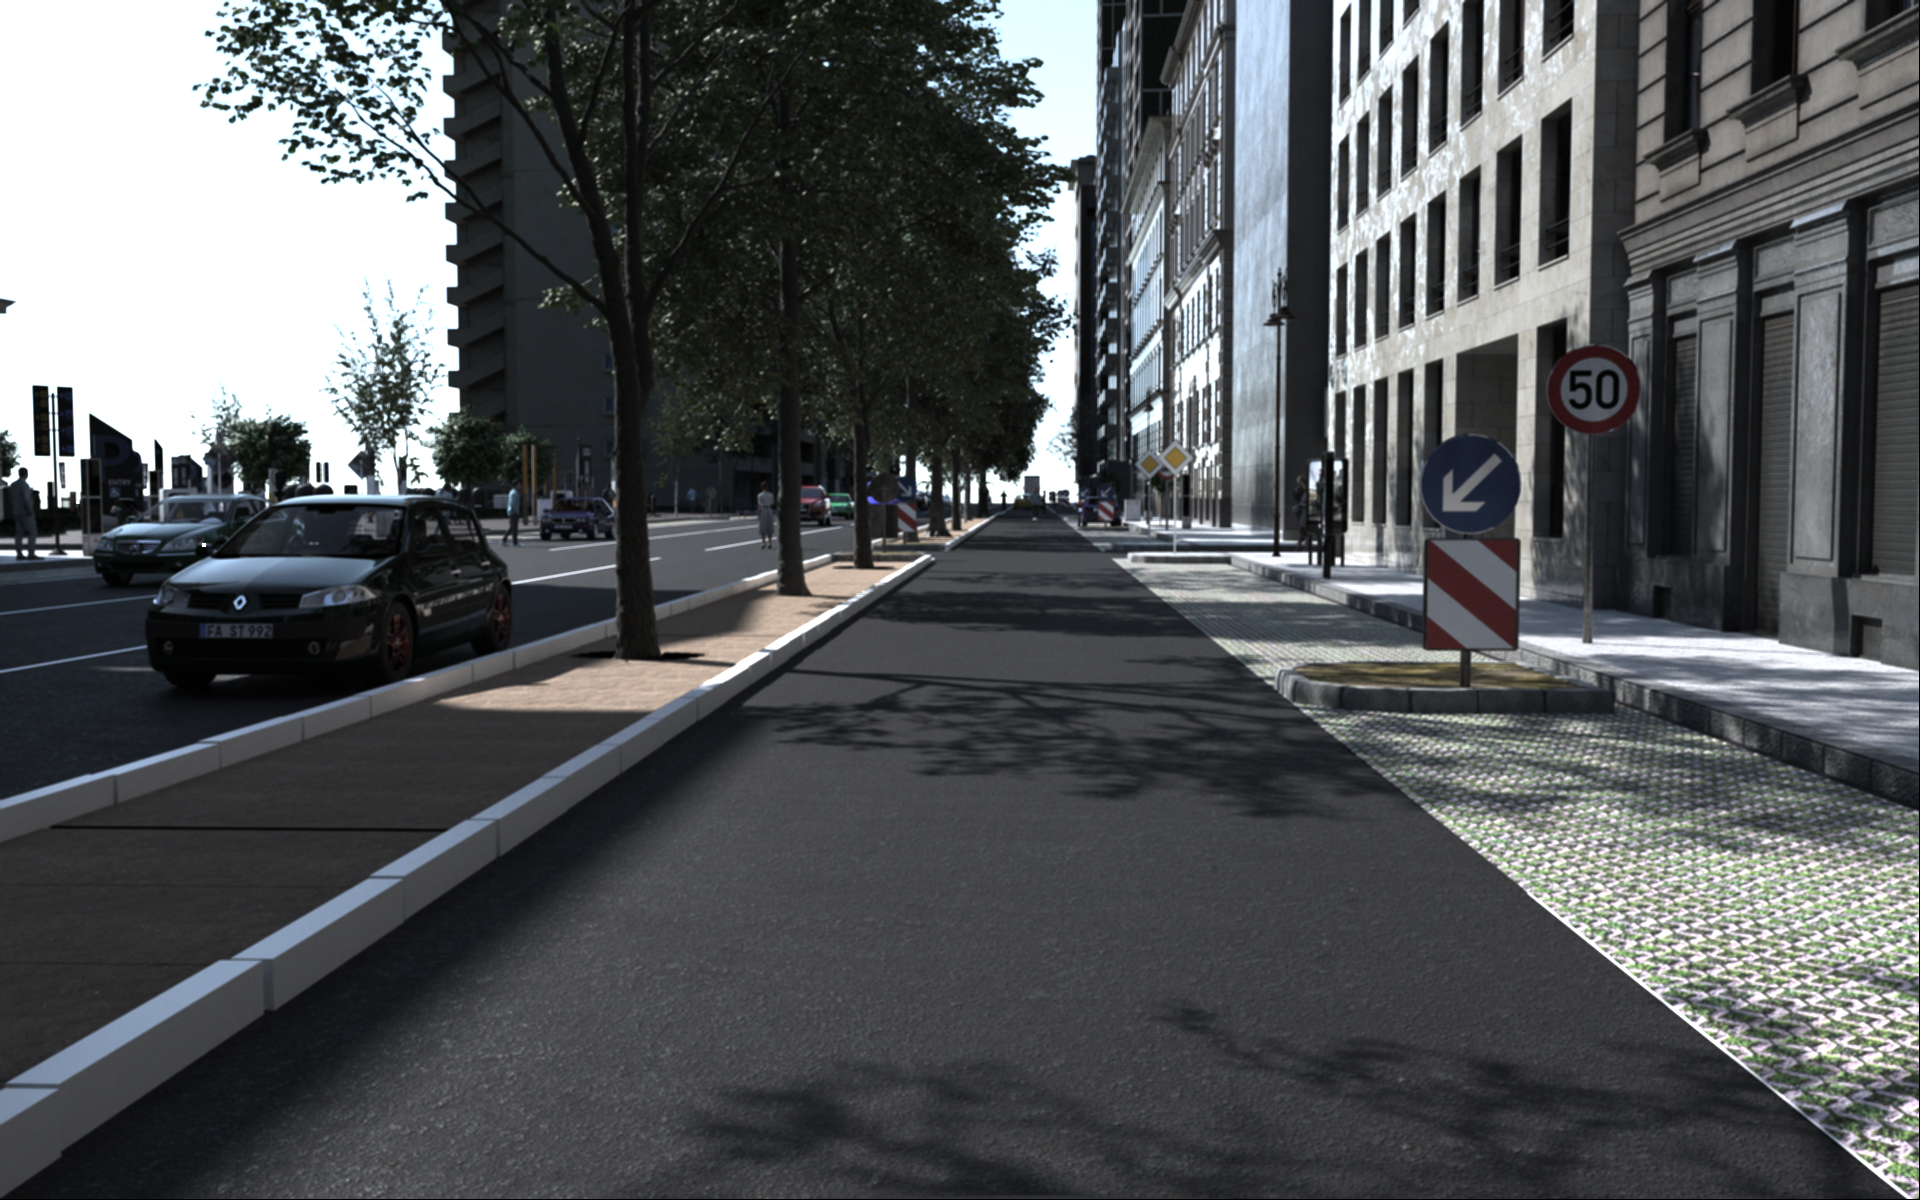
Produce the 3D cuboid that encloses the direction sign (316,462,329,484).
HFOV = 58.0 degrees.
[{"bbox_3d":[-44.638,-7.911,121.344,0.876,3.537,0.379,-1,4,-17],"label":"direction sign"}]

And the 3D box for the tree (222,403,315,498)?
[{"bbox_3d":[-24.892,-4.825,62.608,4.285,4.588,4.351,0,3,0],"label":"tree"}]

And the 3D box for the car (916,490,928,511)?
[{"bbox_3d":[-3.988,-8.719,151.223,2.281,1.827,5.304,0,4,4],"label":"car"}]

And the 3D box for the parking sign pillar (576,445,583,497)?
[{"bbox_3d":[-20.847,-6.540,95.403,1.447,3.967,1.447,-1,4,-20],"label":"parking sign pillar"}]

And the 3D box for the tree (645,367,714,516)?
[{"bbox_3d":[-16.359,-9.164,100.195,4.737,8.622,4.395,0,3,0],"label":"tree"}]

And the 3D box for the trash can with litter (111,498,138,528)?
[{"bbox_3d":[-21.868,-2.083,45.452,0.624,1.170,1.055,-1,4,-18],"label":"trash can with litter"}]

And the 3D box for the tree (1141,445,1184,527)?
[{"bbox_3d":[8.033,-4.496,68.106,1.663,3.219,1.824,0,3,0],"label":"tree"}]

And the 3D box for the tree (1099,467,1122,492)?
[{"bbox_3d":[10.508,-7.782,121.831,1.663,3.219,1.824,0,3,0],"label":"tree"}]

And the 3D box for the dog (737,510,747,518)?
[{"bbox_3d":[-12.873,-5.071,102.195,0.540,0.507,0.406,-2,4,-26],"label":"dog"}]

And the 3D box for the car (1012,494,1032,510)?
[{"bbox_3d":[5.686,-8.907,155.849,2.015,1.641,3.980,0,4,1],"label":"car"}]

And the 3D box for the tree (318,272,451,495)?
[{"bbox_3d":[-18.644,-6.521,56.983,4.737,8.622,4.395,0,3,0],"label":"tree"}]

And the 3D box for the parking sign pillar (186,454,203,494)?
[{"bbox_3d":[-51.982,-7.888,117.439,1.447,3.967,1.447,1,4,21],"label":"parking sign pillar"}]

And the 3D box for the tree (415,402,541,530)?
[{"bbox_3d":[-17.666,-4.782,61.900,4.285,4.588,4.351,0,3,0],"label":"tree"}]

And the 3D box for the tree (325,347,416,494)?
[{"bbox_3d":[-29.790,-8.398,87.664,4.360,8.622,3.978,0,3,0],"label":"tree"}]

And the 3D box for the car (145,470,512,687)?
[{"bbox_3d":[-4.967,-0.263,14.088,2.009,1.686,4.222,0,4,2],"label":"car"}]

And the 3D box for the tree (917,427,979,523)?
[{"bbox_3d":[0.230,-8.087,85.048,4.737,8.622,4.395,0,3,0],"label":"tree"}]

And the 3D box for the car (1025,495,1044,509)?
[{"bbox_3d":[7.202,-9.476,167.301,2.083,1.381,4.827,0,4,1],"label":"car"}]

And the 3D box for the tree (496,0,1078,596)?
[{"bbox_3d":[-2.292,-6.300,23.597,7.486,12.596,7.792,0,3,0],"label":"tree"}]

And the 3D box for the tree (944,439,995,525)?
[{"bbox_3d":[0.002,-7.749,79.508,4.360,8.622,3.978,0,3,0],"label":"tree"}]

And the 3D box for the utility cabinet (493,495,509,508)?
[{"bbox_3d":[-30.071,-6.270,113.674,1.020,1.237,0.306,0,4,6],"label":"utility cabinet"}]

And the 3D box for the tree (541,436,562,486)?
[{"bbox_3d":[-20.216,-5.920,80.499,4.285,4.588,4.351,0,3,0],"label":"tree"}]

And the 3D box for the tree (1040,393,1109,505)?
[{"bbox_3d":[14.918,-18.251,208.769,12.009,13.543,11.850,0,3,0],"label":"tree"}]

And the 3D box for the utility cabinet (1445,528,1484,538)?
[{"bbox_3d":[5.864,-0.706,20.215,0.318,1.500,1.173,1,4,9],"label":"utility cabinet"}]

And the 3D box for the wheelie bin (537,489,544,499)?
[{"bbox_3d":[-27.730,-6.532,114.708,0.693,1.594,0.980,1,4,8],"label":"wheelie bin"}]

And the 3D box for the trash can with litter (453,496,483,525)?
[{"bbox_3d":[-20.958,-3.732,72.072,1.678,1.210,2.233,-3,4,-36],"label":"trash can with litter"}]

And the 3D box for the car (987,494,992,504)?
[{"bbox_3d":[3.782,-14.937,256.021,2.131,1.459,4.920,0,4,2],"label":"car"}]

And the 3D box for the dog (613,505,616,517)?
[{"bbox_3d":[-16.542,-4.149,82.213,0.800,0.831,0.513,0,4,-3],"label":"dog"}]

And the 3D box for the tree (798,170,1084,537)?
[{"bbox_3d":[-0.757,-8.433,57.349,9.611,12.733,9.660,0,3,0],"label":"tree"}]

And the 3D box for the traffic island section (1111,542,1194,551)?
[{"bbox_3d":[4.941,-1.380,44.845,2.009,0.180,2.903,0,4,2],"label":"traffic island section"}]

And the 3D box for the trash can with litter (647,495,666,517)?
[{"bbox_3d":[-17.486,-5.315,97.963,1.678,1.210,2.233,0,4,0],"label":"trash can with litter"}]

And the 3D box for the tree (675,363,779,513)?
[{"bbox_3d":[-15.362,-11.110,116.062,8.767,10.594,7.601,0,4,0],"label":"tree"}]

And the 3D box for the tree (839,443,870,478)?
[{"bbox_3d":[-11.866,-15.010,195.768,4.360,8.622,3.978,0,3,0],"label":"tree"}]

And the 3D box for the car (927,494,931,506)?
[{"bbox_3d":[-2.762,-10.390,178.678,1.959,1.807,4.718,0,4,2],"label":"car"}]

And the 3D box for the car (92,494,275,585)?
[{"bbox_3d":[-12.532,-1.044,28.868,2.131,1.459,4.920,0,4,2],"label":"car"}]

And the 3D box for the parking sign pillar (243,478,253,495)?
[{"bbox_3d":[-46.548,-7.686,114.130,1.447,3.967,1.447,-2,4,-33],"label":"parking sign pillar"}]

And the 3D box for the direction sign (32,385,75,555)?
[{"bbox_3d":[-18.952,-2.708,36.280,0.379,3.537,0.876,2,4,31],"label":"direction sign"}]

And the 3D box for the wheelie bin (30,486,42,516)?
[{"bbox_3d":[-38.551,-3.917,71.946,0.693,1.594,0.980,-3,5,-40],"label":"wheelie bin"}]

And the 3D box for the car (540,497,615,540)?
[{"bbox_3d":[-12.148,-2.599,55.073,1.945,1.354,3.894,0,4,1],"label":"car"}]

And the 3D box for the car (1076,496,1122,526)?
[{"bbox_3d":[6.020,-3.819,75.020,1.945,1.354,3.894,0,4,0],"label":"car"}]

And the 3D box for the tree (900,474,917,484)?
[{"bbox_3d":[-8.493,-18.182,280.989,4.285,4.588,4.351,0,3,0],"label":"tree"}]

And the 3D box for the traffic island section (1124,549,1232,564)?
[{"bbox_3d":[4.614,-0.892,36.867,2.009,0.180,2.903,0,4,2],"label":"traffic island section"}]

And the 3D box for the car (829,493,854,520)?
[{"bbox_3d":[-6.936,-5.417,97.365,1.959,1.807,4.718,0,4,2],"label":"car"}]

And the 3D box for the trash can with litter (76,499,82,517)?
[{"bbox_3d":[-34.307,-3.448,67.769,0.624,1.170,1.055,0,4,0],"label":"trash can with litter"}]

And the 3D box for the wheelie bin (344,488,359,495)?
[{"bbox_3d":[-32.221,-5.129,91.765,0.980,1.594,0.693,-2,4,-34],"label":"wheelie bin"}]

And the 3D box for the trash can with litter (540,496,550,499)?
[{"bbox_3d":[-22.479,-5.077,94.398,0.624,1.170,1.055,-2,4,-30],"label":"trash can with litter"}]

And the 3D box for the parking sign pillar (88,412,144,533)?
[{"bbox_3d":[-28.097,-4.218,57.442,1.447,3.967,1.447,-3,4,-36],"label":"parking sign pillar"}]

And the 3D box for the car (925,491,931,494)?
[{"bbox_3d":[-4.333,-14.167,240.304,2.281,1.827,5.304,0,4,2],"label":"car"}]

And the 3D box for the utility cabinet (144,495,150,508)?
[{"bbox_3d":[-53.551,-6.246,113.288,1.020,1.237,0.306,-2,4,-31],"label":"utility cabinet"}]

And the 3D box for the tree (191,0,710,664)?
[{"bbox_3d":[-2.916,-5.299,14.853,9.928,11.665,9.643,0,3,0],"label":"tree"}]

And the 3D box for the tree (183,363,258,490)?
[{"bbox_3d":[-41.015,-8.958,96.823,4.360,8.622,3.978,0,3,0],"label":"tree"}]

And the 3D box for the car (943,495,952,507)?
[{"bbox_3d":[-1.857,-11.052,193.056,2.083,1.381,4.827,0,4,2],"label":"car"}]

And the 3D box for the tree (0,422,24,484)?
[{"bbox_3d":[-38.614,-5.155,67.994,4.285,4.588,4.351,0,3,0],"label":"tree"}]

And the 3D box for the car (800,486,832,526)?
[{"bbox_3d":[-6.961,-4.255,78.237,2.281,1.827,5.304,0,4,0],"label":"car"}]

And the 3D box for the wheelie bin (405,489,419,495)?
[{"bbox_3d":[-31.997,-5.700,101.098,0.980,1.594,0.693,1,4,13],"label":"wheelie bin"}]

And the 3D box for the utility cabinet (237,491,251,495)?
[{"bbox_3d":[-45.355,-6.182,109.758,0.318,1.500,1.173,0,4,5],"label":"utility cabinet"}]
